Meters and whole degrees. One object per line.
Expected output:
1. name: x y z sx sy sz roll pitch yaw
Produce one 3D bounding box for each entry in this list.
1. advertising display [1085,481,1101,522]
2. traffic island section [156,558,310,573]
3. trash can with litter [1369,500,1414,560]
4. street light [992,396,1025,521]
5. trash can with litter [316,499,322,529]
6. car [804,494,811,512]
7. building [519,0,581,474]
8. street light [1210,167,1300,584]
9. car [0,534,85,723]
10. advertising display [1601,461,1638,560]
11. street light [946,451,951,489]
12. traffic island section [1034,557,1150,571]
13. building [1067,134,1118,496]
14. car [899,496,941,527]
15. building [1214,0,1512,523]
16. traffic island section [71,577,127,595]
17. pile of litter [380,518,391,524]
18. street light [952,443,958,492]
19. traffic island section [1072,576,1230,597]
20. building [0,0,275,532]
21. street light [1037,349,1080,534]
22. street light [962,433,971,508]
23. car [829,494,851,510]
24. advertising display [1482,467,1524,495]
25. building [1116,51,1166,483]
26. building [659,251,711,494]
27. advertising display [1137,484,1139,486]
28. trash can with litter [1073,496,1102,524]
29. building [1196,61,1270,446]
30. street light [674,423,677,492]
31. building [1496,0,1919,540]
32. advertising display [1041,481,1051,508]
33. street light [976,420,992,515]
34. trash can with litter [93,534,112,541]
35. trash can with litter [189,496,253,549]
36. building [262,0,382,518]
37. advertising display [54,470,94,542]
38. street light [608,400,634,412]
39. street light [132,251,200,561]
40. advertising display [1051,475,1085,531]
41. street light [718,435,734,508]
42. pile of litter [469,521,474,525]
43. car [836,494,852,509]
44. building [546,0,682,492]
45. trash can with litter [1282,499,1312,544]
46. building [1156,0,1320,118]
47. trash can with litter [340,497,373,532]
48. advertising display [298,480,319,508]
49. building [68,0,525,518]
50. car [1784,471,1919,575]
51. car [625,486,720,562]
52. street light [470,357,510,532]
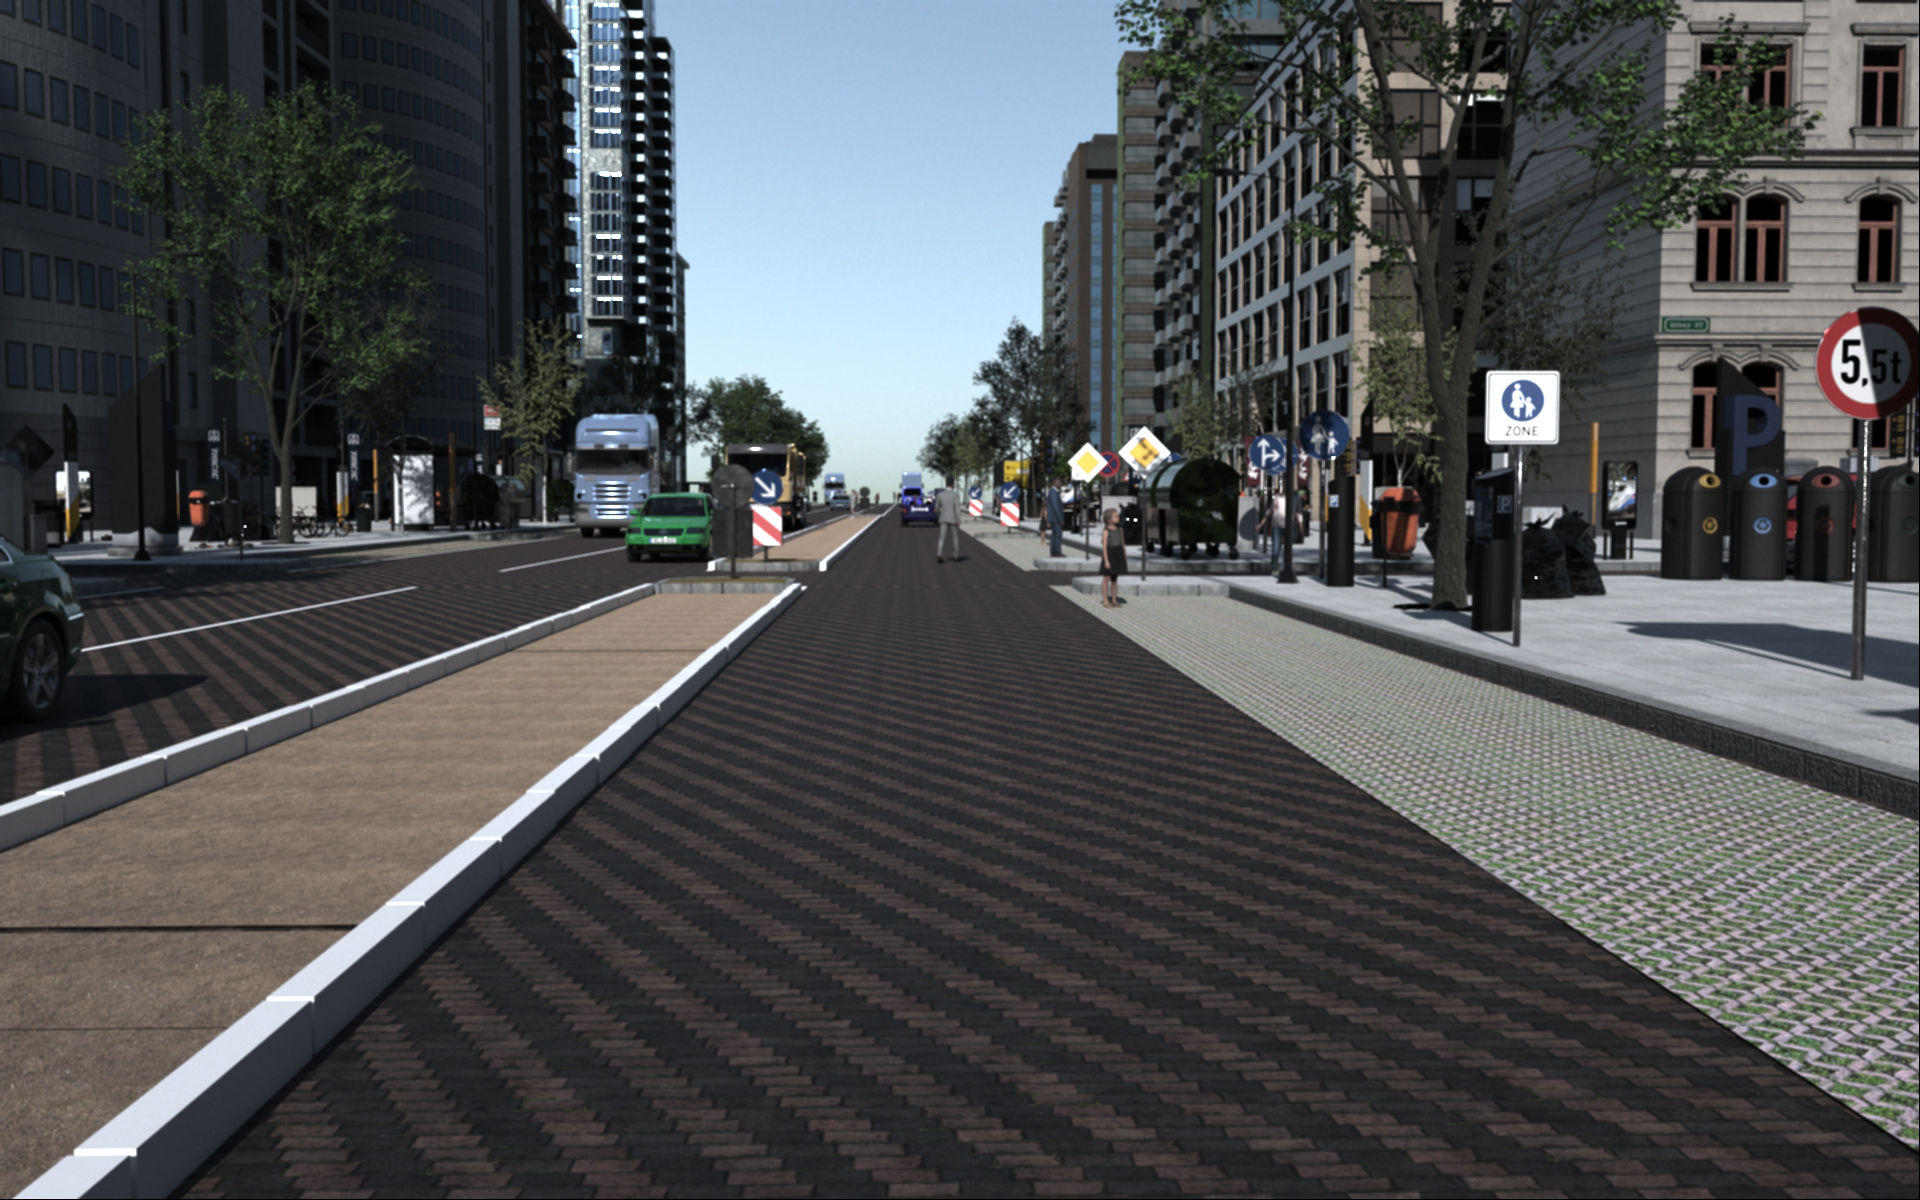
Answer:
1. advertising display: 5.942 -4.523 79.162 0.974 1.923 0.123 1 4 19
2. traffic island section: -13.746 -0.661 33.092 2.009 0.180 2.903 0 4 -2
3. trash can with litter: 8.502 -1.379 33.926 0.624 1.170 1.055 -2 4 -25
4. street light: 2.386 -6.705 82.163 1.470 5.913 1.316 0 4 -2
5. trash can with litter: -24.043 -3.179 63.035 1.678 1.210 2.233 2 4 33
6. car: -12.946 -7.872 138.490 2.009 1.686 4.222 0 4 0
7. building: -45.445 -30.268 149.511 22.147 44.769 28.867 0 4 -2
8. street light: 4.194 -3.197 24.810 1.470 5.913 1.316 0 4 -2
9. car: -6.607 0.140 9.508 2.131 1.459 4.920 0 4 -3
10. advertising display: 12.872 -1.749 33.813 0.974 1.923 0.123 -2 4 -35
11. street light: -0.798 -12.984 184.827 1.470 5.913 1.316 0 4 -2
12. traffic island section: 2.487 -0.691 33.584 2.009 0.180 2.903 0 4 -2
13. building: 20.928 -34.616 216.076 14.600 45.320 14.200 0 4 -2
14. car: -1.743 -3.937 76.958 1.945 1.354 3.894 0 4 0
15. building: 26.199 -17.604 92.345 19.350 26.468 34.151 0 4 -2
16. traffic island section: -13.501 -0.173 25.110 2.009 0.180 2.903 0 4 -2
17. pile of litter: -24.537 -3.790 75.931 1.719 0.858 1.176 -1 4 -13
18. street light: 0.143 -11.363 158.330 1.470 5.913 1.316 0 4 -2
19. traffic island section: 2.733 -0.203 25.603 2.009 0.180 2.903 0 4 -2
20. building: -40.436 -31.725 60.709 21.231 58.520 28.212 0 4 -2
21. street light: 3.183 -5.091 55.777 1.470 5.913 1.316 0 4 -2
22. street light: 0.929 -9.785 132.527 1.470 5.913 1.316 0 4 -2
23. car: -10.682 -8.748 155.025 2.014 1.417 4.499 0 4 -1
24. advertising display: 13.067 -2.234 41.742 0.974 1.923 0.123 0 4 4
25. building: 21.637 -29.382 163.986 14.154 41.232 14.086 0 4 -2
26. building: -52.573 -34.073 248.973 32.217 40.220 23.993 0 4 -2
27. advertising display: 10.756 -5.981 103.011 0.974 1.923 0.123 1 4 23
28. trash can with litter: 5.907 -3.932 75.349 2.233 1.210 1.678 -3 5 -40
29. building: 23.316 -21.271 119.484 14.160 30.474 14.107 0 4 -2
30. street light: -17.465 -8.374 109.463 1.470 5.913 1.316 0 4 -2
31. building: 30.377 -16.327 54.330 23.554 28.519 14.401 0 4 -2
32. advertising display: 4.468 -4.907 85.448 0.974 1.923 0.123 2 4 23
33. street light: 1.585 -8.283 107.966 1.470 5.913 1.316 0 4 -2
34. trash can with litter: -23.484 -2.285 48.425 2.233 1.210 1.678 3 4 38
35. trash can with litter: -17.714 -1.852 41.343 1.678 1.210 2.233 1 4 13
36. building: -43.283 -40.021 92.601 20.563 71.187 20.611 0 4 -2
37. advertising display: -23.527 -2.496 46.026 0.974 1.923 0.123 0 3 0
38. street light: -16.797 -6.921 85.697 1.470 5.913 1.316 0 4 -2
39. street light: -15.209 -3.709 33.189 1.470 5.913 1.316 0 4 -2
40. advertising display: 3.731 -3.347 59.937 0.974 1.923 0.123 1 4 17
41. street light: -18.334 -9.959 135.374 1.470 5.913 1.316 0 4 -2
42. pile of litter: -21.073 -3.604 72.896 1.719 0.858 1.176 3 5 42
43. car: -11.226 -9.702 168.851 2.015 1.641 3.980 0 4 -2
44. building: -46.967 -55.487 219.882 22.319 86.520 31.000 0 4 -2
45. trash can with litter: 8.533 -2.015 44.329 0.624 1.170 1.055 2 4 35
46. building: 28.171 -31.919 141.481 23.786 49.044 30.456 0 4 -2
47. trash can with litter: -20.303 -2.865 58.237 1.055 1.170 0.624 0 4 -5
48. advertising display: -30.274 -4.602 80.456 0.123 1.923 0.974 3 4 38
49. building: -44.215 -35.375 120.381 21.231 58.520 28.212 0 4 -2
50. car: 16.227 -1.294 29.834 5.304 1.827 2.281 0 4 -1
51. car: -6.146 -1.779 37.881 1.959 1.807 4.718 0 4 -1
52. street light: -15.987 -5.288 58.992 1.470 5.913 1.316 0 4 -2
